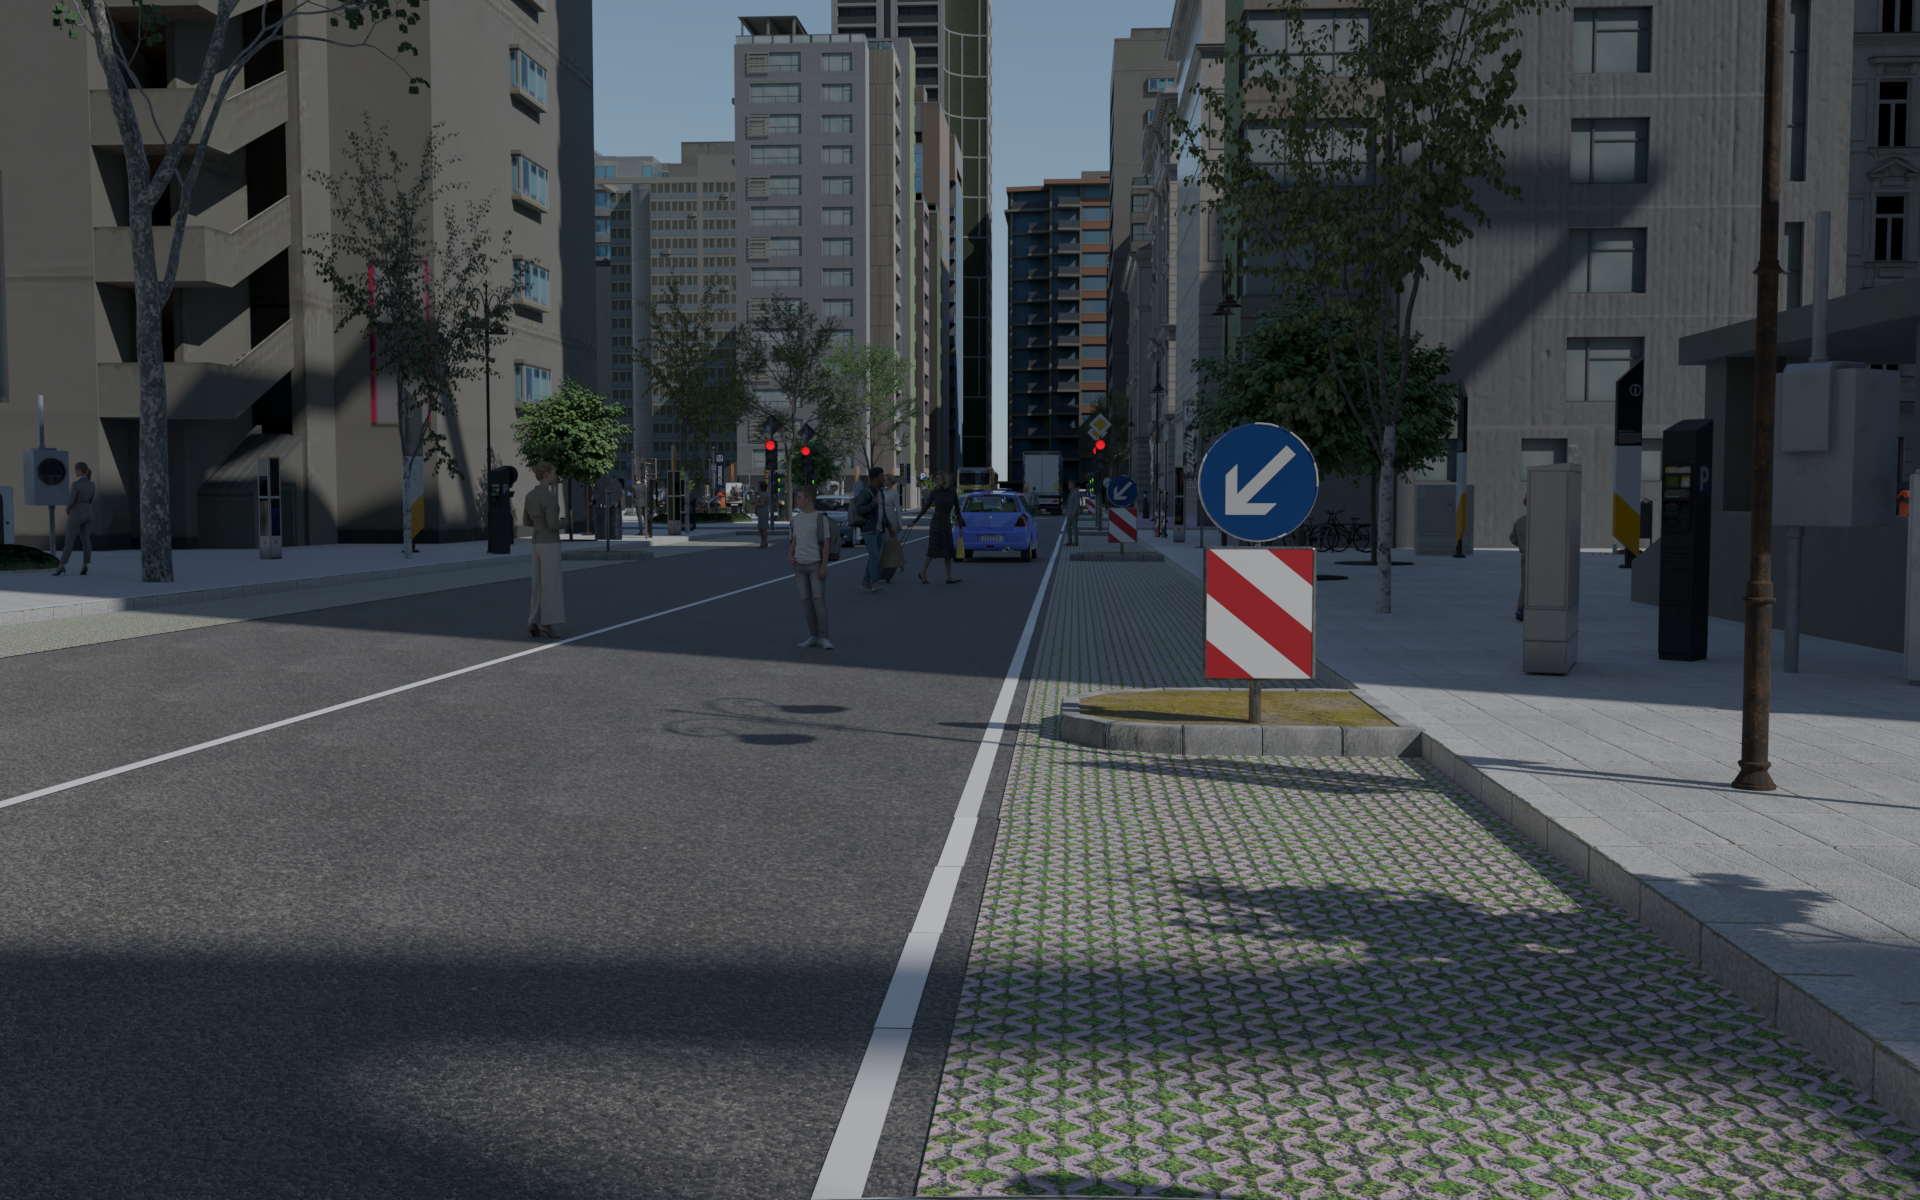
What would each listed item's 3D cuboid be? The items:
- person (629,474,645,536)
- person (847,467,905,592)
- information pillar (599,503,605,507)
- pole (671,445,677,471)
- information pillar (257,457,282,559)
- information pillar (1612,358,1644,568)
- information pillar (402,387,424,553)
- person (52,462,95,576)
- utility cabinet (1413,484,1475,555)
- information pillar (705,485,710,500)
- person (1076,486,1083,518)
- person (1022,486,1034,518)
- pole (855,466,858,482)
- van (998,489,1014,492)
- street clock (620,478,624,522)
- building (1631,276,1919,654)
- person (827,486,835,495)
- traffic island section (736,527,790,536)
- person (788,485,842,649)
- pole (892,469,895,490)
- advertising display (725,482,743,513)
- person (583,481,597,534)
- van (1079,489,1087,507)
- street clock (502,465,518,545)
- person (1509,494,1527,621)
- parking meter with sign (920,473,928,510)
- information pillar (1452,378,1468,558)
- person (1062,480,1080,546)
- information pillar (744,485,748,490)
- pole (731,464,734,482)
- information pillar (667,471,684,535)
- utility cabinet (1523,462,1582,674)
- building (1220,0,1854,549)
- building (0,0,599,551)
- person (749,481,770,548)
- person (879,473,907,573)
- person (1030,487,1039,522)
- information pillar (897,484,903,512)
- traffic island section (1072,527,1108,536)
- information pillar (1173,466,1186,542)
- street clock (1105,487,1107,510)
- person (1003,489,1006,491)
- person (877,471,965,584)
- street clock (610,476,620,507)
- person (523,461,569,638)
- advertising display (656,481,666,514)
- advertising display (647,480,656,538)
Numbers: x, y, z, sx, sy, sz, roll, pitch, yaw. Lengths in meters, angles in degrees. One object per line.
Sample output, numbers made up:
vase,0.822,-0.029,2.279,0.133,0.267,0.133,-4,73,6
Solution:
person,-9.856,-2.930,53.312,0.648,1.900,0.474,-3,4,-37
person,-1.210,-1.023,25.205,0.794,1.824,0.713,-3,5,-43
information pillar,-22.194,-6.284,107.241,0.304,2.012,0.304,3,5,43
pole,-11.925,-4.795,72.241,0.158,3.312,0.155,0,3,0
information pillar,-13.587,-1.811,34.095,0.304,2.012,0.304,2,4,25
information pillar,11.516,-2.354,29.837,0.504,3.616,0.183,-1,4,-10
information pillar,-11.980,-2.846,37.885,0.183,3.616,0.504,3,4,38
person,-14.005,-1.287,27.362,0.573,1.790,0.520,0,4,-3
utility cabinet,10.091,-1.678,36.114,1.173,1.500,0.318,0,4,3
information pillar,-20.998,-8.549,144.267,0.304,2.012,0.304,3,5,40
person,6.138,-5.030,90.702,0.622,1.834,0.822,0,4,3
person,2.866,-4.100,76.014,0.782,1.767,0.515,1,4,11
pole,-7.568,-8.103,126.324,0.158,3.312,0.155,0,3,0
van,4.882,-11.244,188.226,2.240,2.365,5.245,0,4,4
street clock,-15.455,-4.527,78.583,0.358,2.002,0.471,1,4,23
building,23.650,-19.551,11.549,32.217,40.220,23.993,0,4,4
person,-7.371,-5.607,98.059,0.599,1.781,0.374,0,4,1
traffic island section,-6.633,-2.367,60.988,2.009,0.180,2.903,0,4,4
person,-1.355,-0.310,16.161,0.503,1.515,0.523,0,4,2
pole,-5.339,-8.852,138.578,0.158,3.312,0.155,0,3,0
advertising display,-12.106,-5.356,92.789,0.974,1.923,0.123,-1,4,-22
person,-11.763,-3.056,55.376,0.474,1.900,0.648,0,4,-1
van,11.102,-9.215,157.669,2.013,2.044,4.112,0,4,3
street clock,-11.472,-2.410,43.981,0.471,2.002,0.358,1,4,17
person,5.793,-0.443,17.554,0.475,1.303,0.640,3,4,37
parking meter with sign,-2.916,-8.990,143.252,0.543,3.016,1.738,0,4,8
information pillar,10.061,-2.654,34.742,0.183,3.616,0.504,0,4,2
person,3.096,-2.376,47.451,0.391,1.810,0.635,-2,4,-23
information pillar,-17.055,-8.170,138.073,0.304,2.012,0.304,1,4,17
pole,-15.439,-7.568,117.584,0.158,3.312,0.155,0,3,0
information pillar,-8.935,-3.037,54.154,0.304,2.012,0.304,3,5,39
utility cabinet,4.344,-0.247,12.714,0.318,1.500,1.173,2,4,23
building,14.080,-22.186,46.332,14.154,41.232,14.086,0,4,4
building,-23.566,-25.953,48.039,21.600,48.544,21.300,0,4,4
person,-5.291,-2.260,45.814,0.532,1.782,0.716,0,4,0
person,-1.226,-1.361,30.976,0.641,1.798,0.478,-2,4,-30
person,3.821,-4.986,90.134,0.709,1.813,0.853,2,4,25
information pillar,-4.216,-7.137,121.190,0.304,2.012,0.304,-2,4,-31
traffic island section,4.883,-2.321,60.223,2.009,0.180,2.903,0,4,4
information pillar,5.854,-2.548,46.156,0.304,2.012,0.304,1,4,12
street clock,11.812,-8.241,139.309,0.358,2.002,0.471,1,4,16
person,3.049,-6.471,114.654,0.623,1.781,0.721,2,4,30
person,-0.622,-1.169,27.834,1.509,1.804,0.699,2,4,30
street clock,-14.086,-4.018,70.260,0.358,2.002,0.471,0,4,-7
person,-4.092,-0.501,17.244,0.519,1.759,0.362,3,5,44
advertising display,-14.390,-4.775,83.283,0.123,1.923,0.974,1,4,14
advertising display,-9.147,-2.801,51.009,0.123,1.923,0.974,-1,4,-17
